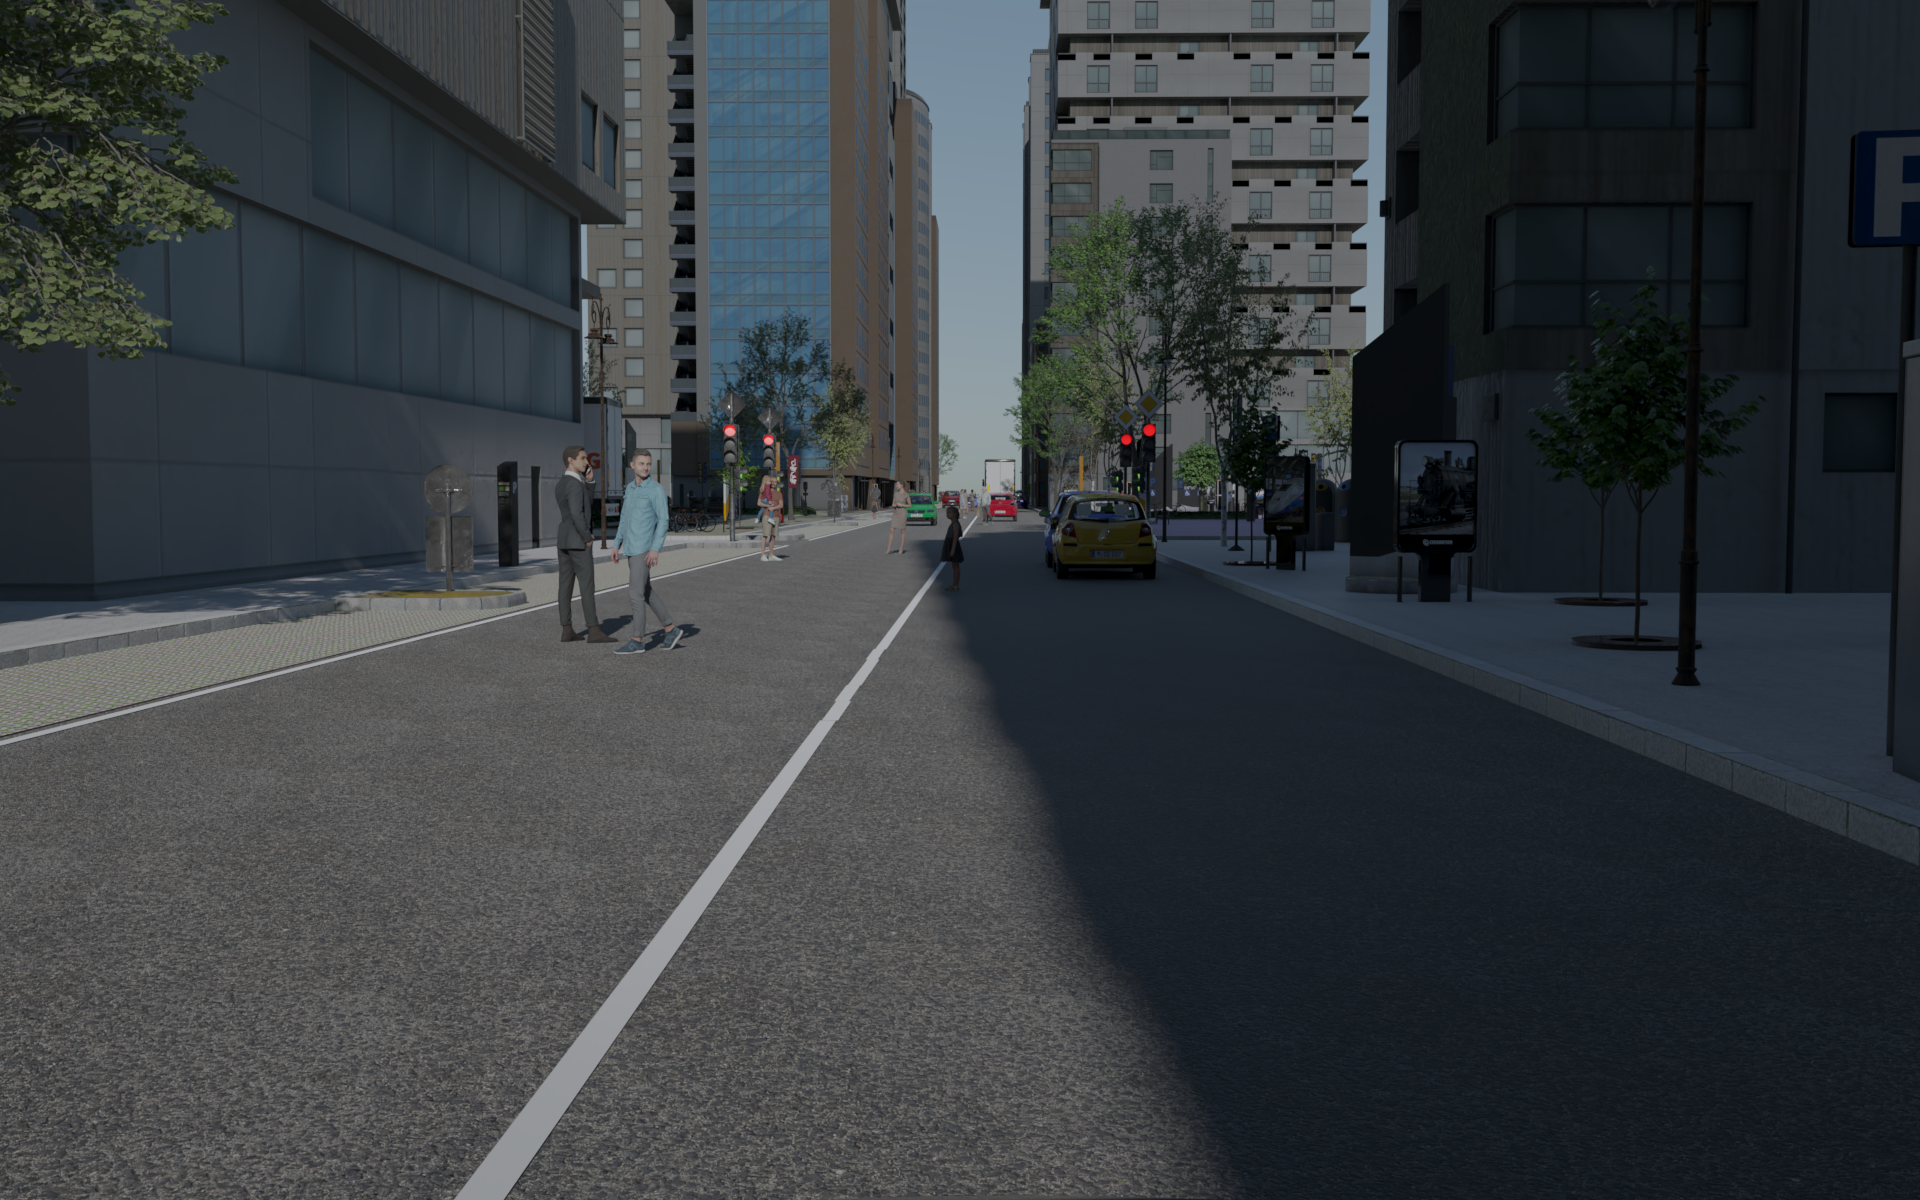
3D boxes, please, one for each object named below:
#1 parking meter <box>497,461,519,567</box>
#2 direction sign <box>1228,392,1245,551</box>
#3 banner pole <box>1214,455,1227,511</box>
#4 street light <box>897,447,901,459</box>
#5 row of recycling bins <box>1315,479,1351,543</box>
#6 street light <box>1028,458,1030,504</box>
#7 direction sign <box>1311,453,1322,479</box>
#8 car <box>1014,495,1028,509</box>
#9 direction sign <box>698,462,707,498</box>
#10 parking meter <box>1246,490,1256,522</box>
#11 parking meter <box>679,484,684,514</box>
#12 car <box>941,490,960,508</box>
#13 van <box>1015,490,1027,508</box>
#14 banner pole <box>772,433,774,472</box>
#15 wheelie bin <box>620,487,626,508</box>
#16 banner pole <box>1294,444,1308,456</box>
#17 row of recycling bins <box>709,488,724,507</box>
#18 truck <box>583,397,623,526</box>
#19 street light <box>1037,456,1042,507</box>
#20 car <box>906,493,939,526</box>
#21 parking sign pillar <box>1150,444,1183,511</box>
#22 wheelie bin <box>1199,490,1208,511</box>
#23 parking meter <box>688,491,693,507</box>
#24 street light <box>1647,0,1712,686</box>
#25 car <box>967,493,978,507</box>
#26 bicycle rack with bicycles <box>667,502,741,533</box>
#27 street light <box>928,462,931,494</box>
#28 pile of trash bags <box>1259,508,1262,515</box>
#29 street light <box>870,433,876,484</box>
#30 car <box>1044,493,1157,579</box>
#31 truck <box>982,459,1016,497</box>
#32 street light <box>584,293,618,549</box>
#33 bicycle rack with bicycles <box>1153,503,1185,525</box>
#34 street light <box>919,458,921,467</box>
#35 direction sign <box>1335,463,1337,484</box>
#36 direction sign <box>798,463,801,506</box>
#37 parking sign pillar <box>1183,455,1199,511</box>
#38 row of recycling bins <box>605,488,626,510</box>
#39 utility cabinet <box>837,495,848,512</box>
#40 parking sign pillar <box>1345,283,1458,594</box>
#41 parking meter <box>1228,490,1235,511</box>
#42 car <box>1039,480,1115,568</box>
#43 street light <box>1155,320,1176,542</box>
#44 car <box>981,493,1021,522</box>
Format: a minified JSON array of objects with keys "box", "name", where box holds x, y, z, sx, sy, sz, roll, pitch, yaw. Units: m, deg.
[{"box":[-7.990,-1.523,30.614,0.255,1.863,0.399,0,4,7],"name":"parking meter"},{"box":[6.249,-2.879,39.067,0.379,3.537,0.876,1,4,21],"name":"direction sign"},{"box":[14.989,-6.735,100.133,0.863,3.779,0.401,0,4,-1],"name":"banner pole"},{"box":[-5.866,-11.835,166.285,0.468,5.910,1.993,0,4,1],"name":"street light"},{"box":[10.609,-2.350,45.537,1.069,1.692,3.534,-3,4,-37],"name":"row of recycling bins"},{"box":[8.865,-15.192,221.182,0.468,5.910,1.993,0,4,1],"name":"street light"},{"box":[19.746,-6.360,95.983,0.876,3.537,0.379,-3,4,-38],"name":"direction sign"},{"box":[5.618,-9.403,166.312,1.945,1.354,3.894,0,4,0],"name":"car"},{"box":[-18.298,-8.016,123.059,0.379,3.537,0.876,3,4,36],"name":"direction sign"},{"box":[13.627,-4.607,81.028,0.399,1.863,0.255,2,4,32],"name":"parking meter"},{"box":[-16.244,-5.837,101.151,0.255,1.863,0.399,0,4,-7],"name":"parking meter"},{"box":[-0.813,-10.222,175.799,2.281,1.827,5.304,0,3,0],"name":"car"},{"box":[5.762,-10.203,173.824,2.013,2.044,4.112,0,4,1],"name":"van"},{"box":[-7.682,-4.945,70.874,0.401,3.779,0.863,-1,4,-15],"name":"banner pole"},{"box":[-14.203,-4.088,74.742,0.980,1.594,0.693,3,4,38],"name":"wheelie bin"},{"box":[16.940,-5.892,86.345,0.863,3.779,0.401,0,4,-3],"name":"banner pole"},{"box":[-17.598,-7.245,125.570,1.069,1.692,3.534,0,4,-3],"name":"row of recycling bins"},{"box":[-15.741,-3.793,50.931,11.283,4.237,2.839,0,4,-1],"name":"truck"},{"box":[7.921,-12.178,171.905,0.468,5.910,1.993,0,4,1],"name":"street light"},{"box":[-1.945,-4.318,79.388,1.959,1.807,4.718,0,3,0],"name":"car"},{"box":[10.799,-6.386,92.876,1.447,3.967,1.447,-3,4,-39],"name":"parking sign pillar"},{"box":[17.828,-7.285,127.013,0.980,1.594,0.693,-2,4,-32],"name":"wheelie bin"},{"box":[-19.275,-7.065,123.919,0.372,1.533,0.369,0,3,0],"name":"parking meter"},{"box":[4.881,-2.366,11.468,0.468,5.910,1.993,0,4,1],"name":"street light"},{"box":[1.025,-10.801,186.191,1.945,1.707,3.694,0,4,1],"name":"car"},{"box":[-9.352,-2.749,58.326,2.925,0.926,2.852,-2,4,-33],"name":"bicycle rack with bicycles"},{"box":[-4.384,-16.860,248.445,0.468,5.910,1.993,0,4,1],"name":"street light"},{"box":[19.106,-5.826,105.004,3.447,1.369,1.912,1,4,13],"name":"pile of trash bags"},{"box":[-6.641,-9.733,131.916,0.468,5.910,1.993,0,4,1],"name":"street light"},{"box":[2.508,-1.249,30.643,2.015,1.641,3.980,0,4,2],"name":"car"},{"box":[3.289,-9.537,144.850,2.839,4.237,11.283,0,4,1],"name":"truck"},{"box":[-8.269,-4.114,40.051,0.468,5.910,1.993,0,4,1],"name":"street light"},{"box":[7.646,-3.664,73.295,2.852,0.926,2.925,-1,4,-8],"name":"bicycle rack with bicycles"},{"box":[-4.973,-14.789,214.592,0.468,5.910,1.993,0,4,1],"name":"street light"},{"box":[27.619,-8.275,127.294,0.379,3.537,0.876,1,4,16],"name":"direction sign"},{"box":[-11.717,-8.209,126.213,0.379,3.537,0.876,-1,4,-19],"name":"direction sign"},{"box":[14.343,-7.362,108.840,1.447,3.967,1.447,1,4,22],"name":"parking sign pillar"},{"box":[-25.529,-7.294,126.372,3.534,1.692,1.069,3,5,40],"name":"row of recycling bins"},{"box":[-8.712,-7.099,127.234,1.020,1.237,0.306,-3,5,-41],"name":"utility cabinet"},{"box":[5.818,-2.096,22.738,1.447,3.967,1.447,3,5,40],"name":"parking sign pillar"},{"box":[15.914,-5.696,101.548,0.372,1.533,0.369,0,3,0],"name":"parking meter"},{"box":[2.566,-1.554,35.004,1.945,1.707,3.694,0,4,2],"name":"car"},{"box":[5.459,-4.483,46.085,0.468,5.910,1.993,0,4,1],"name":"street light"},{"box":[2.144,-5.054,91.681,2.155,1.783,4.494,0,4,2],"name":"car"}]
